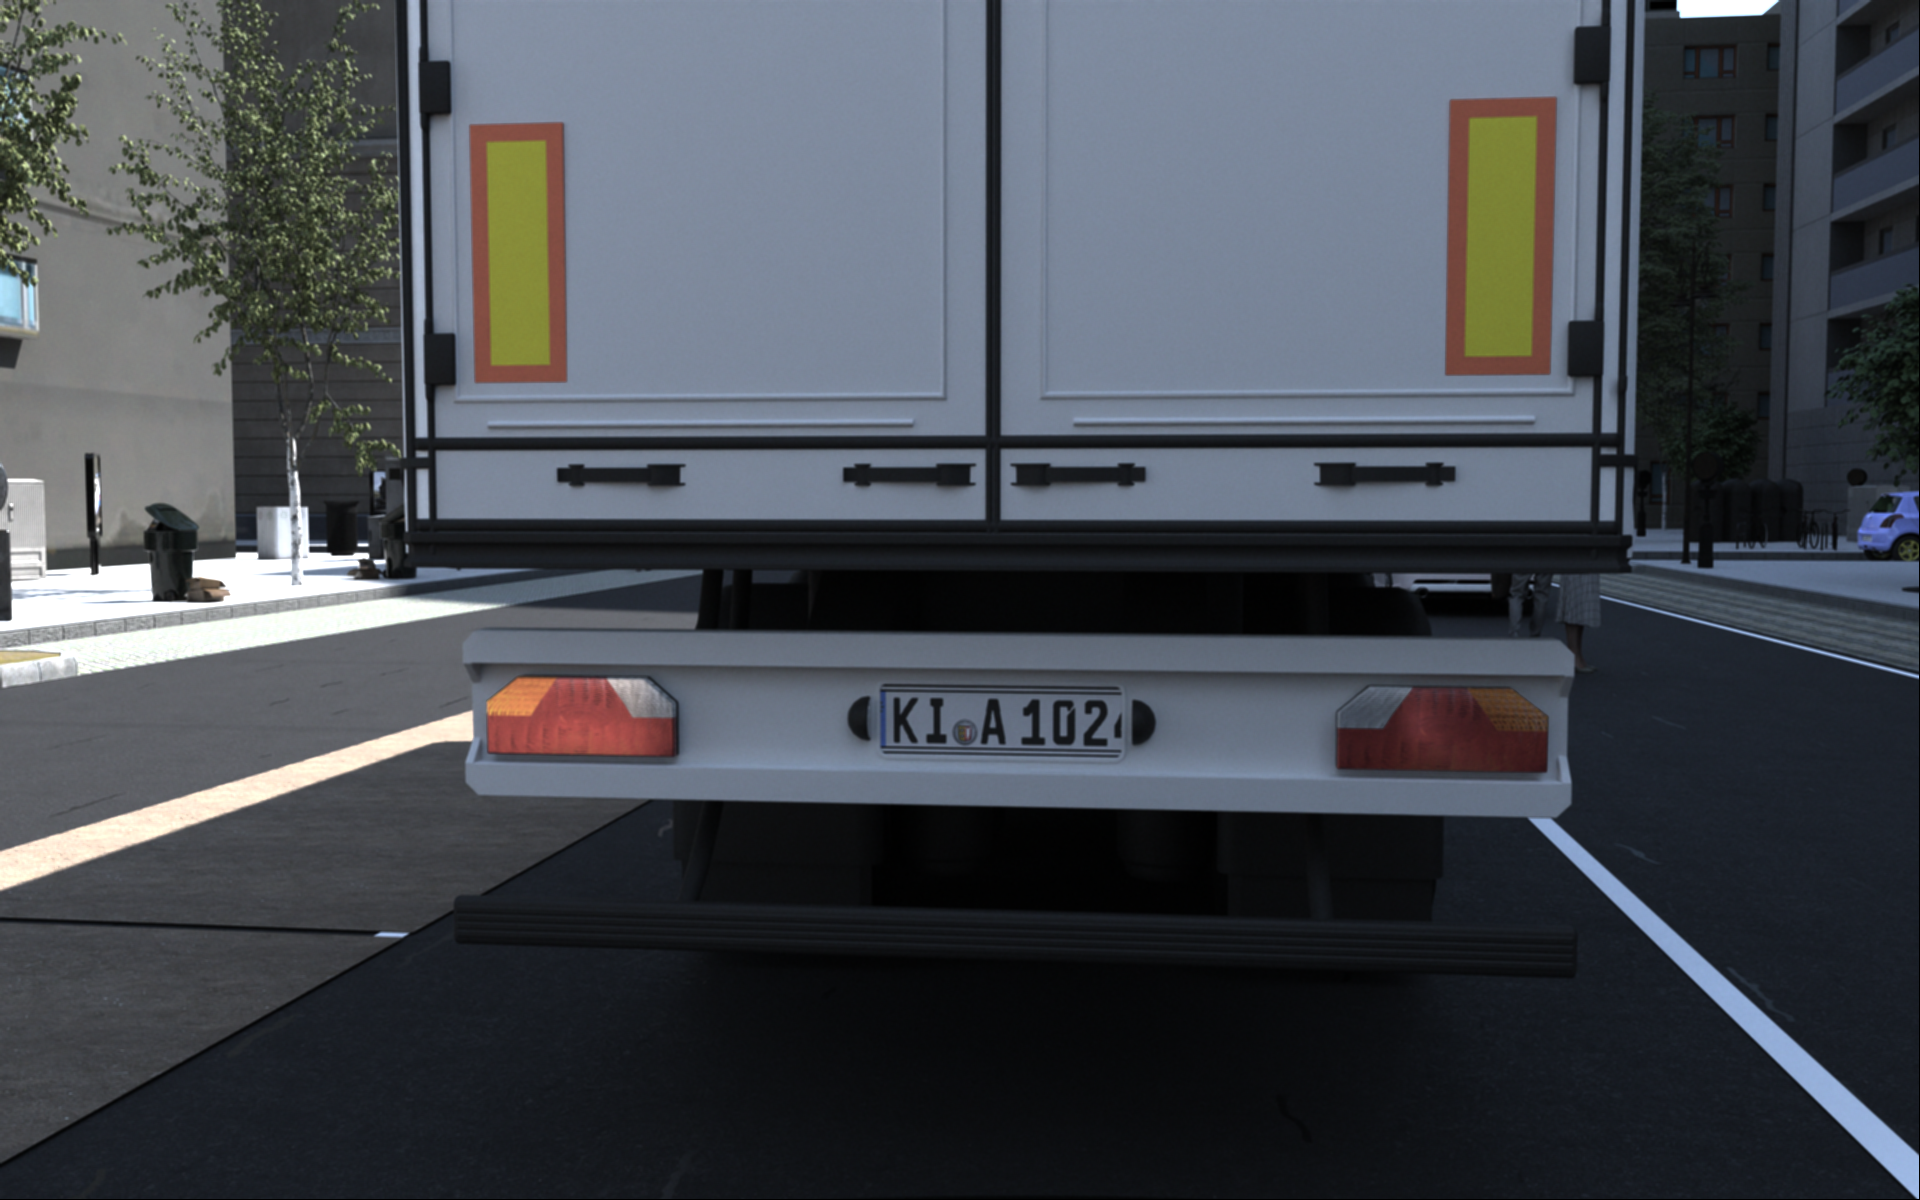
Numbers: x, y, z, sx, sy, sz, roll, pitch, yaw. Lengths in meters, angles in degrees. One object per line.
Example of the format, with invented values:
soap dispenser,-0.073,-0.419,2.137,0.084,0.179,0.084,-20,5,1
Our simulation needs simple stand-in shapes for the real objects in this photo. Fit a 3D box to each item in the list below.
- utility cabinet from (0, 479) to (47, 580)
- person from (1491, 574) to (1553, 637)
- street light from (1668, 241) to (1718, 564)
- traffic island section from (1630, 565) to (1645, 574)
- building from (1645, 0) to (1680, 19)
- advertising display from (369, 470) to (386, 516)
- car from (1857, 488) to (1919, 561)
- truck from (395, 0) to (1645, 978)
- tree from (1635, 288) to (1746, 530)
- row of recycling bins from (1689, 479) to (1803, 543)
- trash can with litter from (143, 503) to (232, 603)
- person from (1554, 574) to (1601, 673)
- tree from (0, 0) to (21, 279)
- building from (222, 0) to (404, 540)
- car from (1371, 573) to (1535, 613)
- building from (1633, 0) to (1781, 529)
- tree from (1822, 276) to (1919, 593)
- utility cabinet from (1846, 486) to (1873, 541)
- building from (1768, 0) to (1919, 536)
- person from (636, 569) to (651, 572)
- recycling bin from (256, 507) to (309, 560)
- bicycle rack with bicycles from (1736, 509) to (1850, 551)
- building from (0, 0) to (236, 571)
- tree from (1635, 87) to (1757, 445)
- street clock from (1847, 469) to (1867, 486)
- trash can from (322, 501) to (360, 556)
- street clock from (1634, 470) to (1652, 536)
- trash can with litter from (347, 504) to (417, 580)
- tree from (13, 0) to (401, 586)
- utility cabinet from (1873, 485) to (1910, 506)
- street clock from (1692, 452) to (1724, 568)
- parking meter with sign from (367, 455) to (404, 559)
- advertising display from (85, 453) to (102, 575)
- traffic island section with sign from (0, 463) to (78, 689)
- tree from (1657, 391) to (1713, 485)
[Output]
utility cabinet,-14.008,-1.015,25.278,0.318,1.500,1.173,2,4,34
person,5.073,-0.411,15.347,0.709,1.813,0.853,1,4,20
street light,13.413,-3.611,31.826,0.468,5.910,1.993,0,4,8
traffic island section,11.464,-0.629,32.572,2.009,0.180,2.903,0,4,8
building,34.725,-20.446,105.991,14.160,30.474,14.107,0,4,8
advertising display,-15.387,-2.515,46.340,0.123,1.923,0.974,2,4,25
car,20.531,-1.587,35.534,3.694,1.707,1.945,0,4,7
truck,0.707,-1.219,8.848,2.839,4.237,11.283,0,4,7
tree,24.985,-6.763,60.931,4.360,8.622,3.978,0,3,0
row of recycling bins,21.125,-2.408,46.480,3.534,1.692,1.069,-1,4,-19
trash can with litter,-9.221,-0.572,20.743,1.055,1.170,0.624,1,4,19
person,5.079,-0.298,13.937,0.524,1.755,0.480,2,4,31
tree,-10.988,-4.169,18.518,4.737,8.622,4.395,0,3,0
building,-14.901,-16.558,56.627,13.634,28.700,20.117,0,4,8
car,6.339,-0.609,22.322,2.083,1.381,4.827,1,4,9
building,36.518,-14.144,76.302,27.650,21.520,28.899,0,4,8
tree,13.141,-2.381,22.648,4.285,4.588,4.351,0,3,0
utility cabinet,24.113,-2.281,45.970,0.318,1.500,1.173,-1,4,-16
building,40.543,-30.915,47.452,28.212,58.520,21.231,0,4,8
person,-5.909,-1.410,31.982,0.576,1.772,0.534,-1,4,-11
recycling bin,-13.342,-1.319,34.123,0.722,1.027,0.722,3,4,38
bicycle rack with bicycles,19.486,-1.670,40.685,2.852,0.926,2.925,2,4,31
building,-26.314,-24.485,24.035,21.600,48.544,21.300,0,4,8
tree,16.962,-7.793,45.535,7.486,12.596,7.792,0,3,0
street clock,25.698,-2.757,49.655,0.471,2.002,0.358,3,5,44
trash can,-12.877,-1.494,36.087,0.748,1.137,0.748,0,3,0
street clock,20.637,-2.926,52.404,0.471,2.002,0.358,-1,4,-16
trash can with litter,-8.656,-0.902,26.142,1.055,1.170,0.624,-3,5,-40
tree,-9.265,-4.488,23.749,4.737,8.622,4.395,0,3,0
utility cabinet,23.530,-2.142,43.694,0.318,1.500,1.173,0,4,4
street clock,12.946,-1.557,30.020,0.358,2.002,0.471,-3,4,-38
parking meter with sign,-10.867,-2.306,33.958,1.738,3.016,0.543,2,4,25
advertising display,-13.829,-1.373,27.668,0.123,1.923,0.974,-1,4,-21
traffic island section with sign,-7.984,-0.282,13.247,1.989,1.847,2.006,0,4,8
tree,23.940,-4.375,55.244,4.285,4.588,4.351,0,3,0
